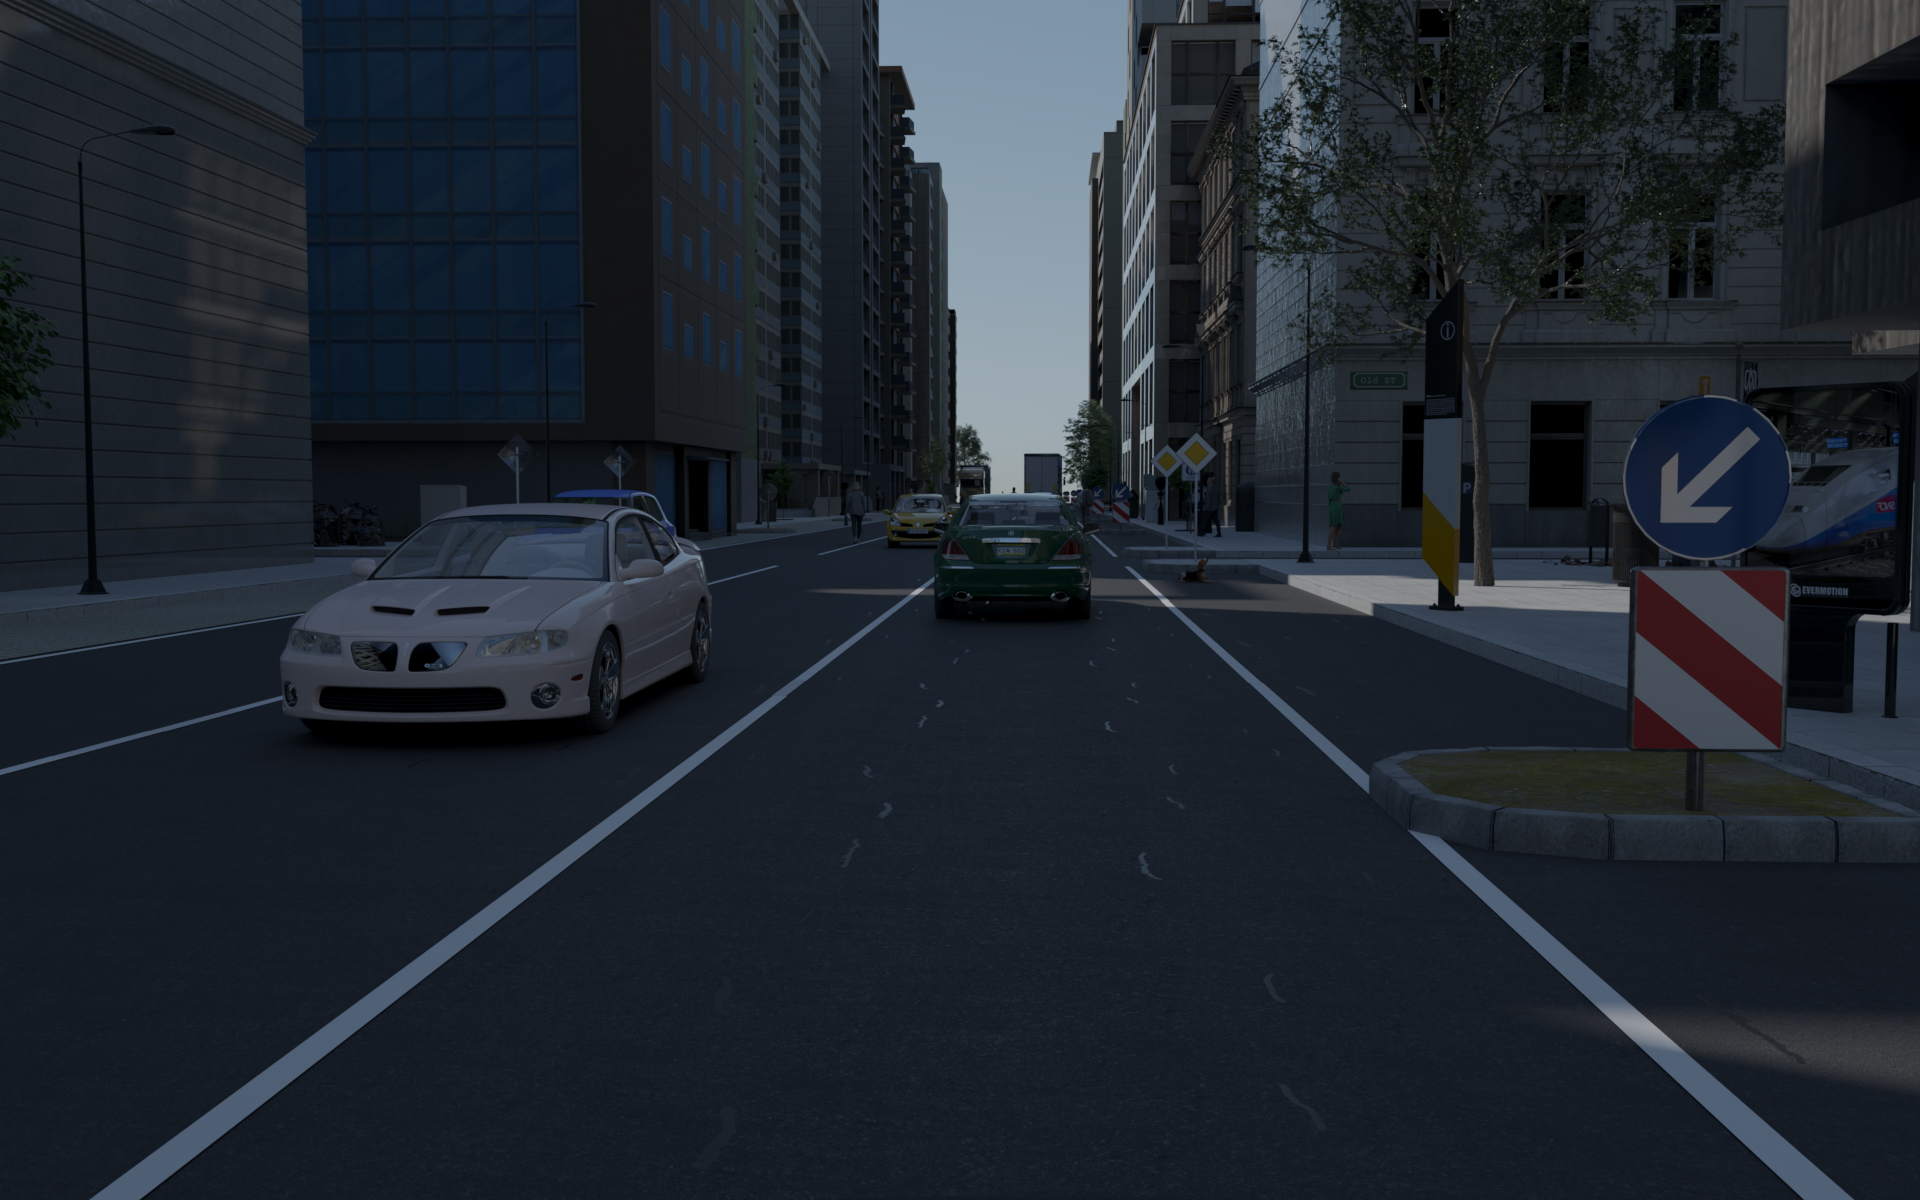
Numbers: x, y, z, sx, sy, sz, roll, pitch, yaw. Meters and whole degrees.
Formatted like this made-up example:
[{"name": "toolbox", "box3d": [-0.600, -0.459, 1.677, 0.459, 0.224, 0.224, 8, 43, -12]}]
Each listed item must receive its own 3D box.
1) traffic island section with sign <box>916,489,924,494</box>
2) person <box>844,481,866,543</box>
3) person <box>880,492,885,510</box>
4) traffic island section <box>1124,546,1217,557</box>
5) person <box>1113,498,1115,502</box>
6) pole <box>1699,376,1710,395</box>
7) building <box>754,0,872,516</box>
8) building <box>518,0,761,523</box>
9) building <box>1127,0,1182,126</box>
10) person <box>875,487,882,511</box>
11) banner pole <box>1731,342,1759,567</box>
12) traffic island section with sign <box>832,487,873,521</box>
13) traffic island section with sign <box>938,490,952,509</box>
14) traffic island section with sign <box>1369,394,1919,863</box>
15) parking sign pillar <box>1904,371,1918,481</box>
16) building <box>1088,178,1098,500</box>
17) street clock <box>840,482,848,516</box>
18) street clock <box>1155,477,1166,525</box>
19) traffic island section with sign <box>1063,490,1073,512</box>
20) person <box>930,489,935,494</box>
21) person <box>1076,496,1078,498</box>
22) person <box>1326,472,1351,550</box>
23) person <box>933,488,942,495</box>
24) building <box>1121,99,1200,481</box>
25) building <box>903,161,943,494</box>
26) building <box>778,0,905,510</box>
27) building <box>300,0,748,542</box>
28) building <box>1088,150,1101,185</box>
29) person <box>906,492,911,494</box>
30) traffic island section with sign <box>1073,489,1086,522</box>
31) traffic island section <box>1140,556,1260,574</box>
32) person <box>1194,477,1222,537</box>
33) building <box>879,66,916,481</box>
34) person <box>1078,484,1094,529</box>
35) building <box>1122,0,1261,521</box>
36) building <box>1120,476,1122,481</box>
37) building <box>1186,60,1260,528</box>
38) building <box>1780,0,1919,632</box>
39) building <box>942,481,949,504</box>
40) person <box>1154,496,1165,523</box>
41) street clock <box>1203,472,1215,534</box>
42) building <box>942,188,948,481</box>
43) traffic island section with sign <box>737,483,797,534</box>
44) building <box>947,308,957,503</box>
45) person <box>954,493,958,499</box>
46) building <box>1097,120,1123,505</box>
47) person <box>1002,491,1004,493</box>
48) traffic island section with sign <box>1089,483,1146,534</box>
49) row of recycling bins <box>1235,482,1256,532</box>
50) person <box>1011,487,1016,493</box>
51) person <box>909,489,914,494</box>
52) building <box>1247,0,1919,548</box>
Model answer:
[{"name": "traffic island section with sign", "box3d": [-3.163, -8.076, 140.669, 1.989, 1.847, 2.006, 0, 4, 3]}, {"name": "person", "box3d": [-3.092, -2.547, 50.325, 0.709, 1.800, 0.728, 0, 4, -7]}, {"name": "person", "box3d": [-6.069, -7.784, 136.575, 0.557, 1.426, 1.065, 1, 4, 12]}, {"name": "traffic island section", "box3d": [4.891, -1.126, 40.683, 2.009, 0.180, 2.903, 0, 4, 3]}, {"name": "person", "box3d": [13.849, -9.049, 154.710, 0.721, 1.743, 1.217, 0, 4, 3]}, {"name": "pole", "box3d": [12.889, -2.216, 30.077, 0.158, 3.312, 0.155, 0, 3, 0]}, {"name": "building", "box3d": [-23.314, -26.723, 128.802, 32.217, 40.220, 23.993, 0, 4, 3]}, {"name": "building", "box3d": [-16.764, -23.880, 74.031, 14.154, 41.232, 14.086, 0, 4, 3]}, {"name": "building", "box3d": [27.137, -33.469, 136.462, 28.713, 52.752, 27.495, 0, 4, 3]}, {"name": "person", "box3d": [-6.217, -7.702, 131.974, 0.705, 1.823, 1.348, -1, 4, -21]}, {"name": "banner pole", "box3d": [13.019, -2.370, 28.775, 0.863, 3.779, 0.401, -3, 4, -37]}, {"name": "traffic island section with sign", "box3d": [-5.641, -5.046, 91.136, 1.989, 1.847, 2.006, 0, 4, 3]}, {"name": "traffic island section with sign", "box3d": [-1.793, -9.760, 168.196, 1.989, 1.847, 2.006, 0, 4, 3]}, {"name": "traffic island section with sign", "box3d": [2.915, 0.056, 7.706, 1.989, 1.847, 2.006, 0, 4, 3]}, {"name": "parking sign pillar", "box3d": [16.457, -2.489, 29.172, 1.447, 3.967, 1.447, -2, 4, -32]}, {"name": "building", "box3d": [24.835, -36.001, 238.720, 14.600, 45.320, 14.200, 0, 4, 3]}, {"name": "street clock", "box3d": [-6.848, -5.998, 102.643, 0.471, 2.002, 0.358, 0, 4, -8]}, {"name": "street clock", "box3d": [8.332, -4.115, 71.849, 0.471, 2.002, 0.358, -2, 4, -35]}, {"name": "traffic island section with sign", "box3d": [9.517, -8.003, 139.473, 1.989, 1.847, 2.006, 0, 4, 3]}, {"name": "person", "box3d": [-2.947, -10.557, 179.091, 0.568, 1.767, 0.683, 2, 4, 31]}, {"name": "person", "box3d": [17.114, -14.891, 250.972, 0.415, 1.643, 0.593, -3, 4, -38]}, {"name": "person", "box3d": [8.554, -2.034, 39.547, 0.529, 1.795, 0.600, -2, 4, -29]}, {"name": "person", "box3d": [-1.246, -5.103, 92.327, 0.661, 1.777, 0.834, 1, 4, 21]}, {"name": "building", "box3d": [24.066, -30.515, 182.522, 14.154, 41.232, 14.086, 0, 4, 3]}, {"name": "building", "box3d": [-9.549, -32.060, 207.782, 14.154, 41.232, 14.086, 0, 4, 3]}, {"name": "building", "box3d": [-15.384, -43.517, 149.750, 20.563, 71.187, 20.611, 0, 4, 3]}, {"name": "building", "box3d": [-14.535, -24.560, 51.666, 14.600, 45.320, 14.200, 0, 4, 3]}, {"name": "building", "box3d": [33.745, -40.957, 258.884, 28.713, 52.752, 27.495, 0, 4, 3]}, {"name": "person", "box3d": [-1.639, -2.630, 54.091, 0.523, 1.515, 0.503, -2, 4, -26]}, {"name": "traffic island section with sign", "box3d": [7.031, -4.970, 89.885, 1.989, 1.847, 2.006, 0, 4, 3]}, {"name": "traffic island section", "box3d": [4.492, -0.638, 32.708, 2.009, 0.180, 2.903, 0, 4, 3]}, {"name": "person", "box3d": [7.413, -2.761, 51.581, 0.834, 1.777, 0.661, 2, 4, 34]}, {"name": "building", "box3d": [-16.056, -31.846, 175.313, 22.147, 44.769, 28.867, 0, 4, 3]}, {"name": "person", "box3d": [5.196, -3.842, 71.416, 0.679, 1.850, 0.850, 0, 4, 8]}, {"name": "building", "box3d": [19.616, -17.952, 98.028, 19.350, 26.468, 34.151, 0, 4, 3]}, {"name": "building", "box3d": [31.458, -28.775, 162.356, 32.217, 40.220, 23.993, 0, 4, 3]}, {"name": "building", "box3d": [15.393, -12.669, 71.761, 10.561, 19.102, 19.286, 0, 4, 3]}, {"name": "building", "box3d": [14.075, -14.704, 12.120, 14.160, 30.474, 14.107, 0, 4, 3]}, {"name": "building", "box3d": [-17.933, -32.766, 227.607, 32.217, 40.220, 23.993, 0, 4, 3]}, {"name": "person", "box3d": [8.714, -3.957, 75.750, 0.505, 1.210, 0.382, 1, 4, 11]}, {"name": "street clock", "box3d": [8.098, -3.169, 56.391, 0.358, 2.002, 0.471, 2, 4, 34]}, {"name": "building", "box3d": [-8.980, -36.451, 246.089, 14.600, 45.320, 14.200, 0, 4, 3]}, {"name": "traffic island section with sign", "box3d": [-7.035, -3.347, 63.348, 1.989, 1.847, 2.006, 0, 4, 3]}, {"name": "building", "box3d": [-7.834, -29.904, 260.630, 14.160, 30.474, 14.107, 0, 4, 3]}, {"name": "person", "box3d": [-0.630, -14.217, 241.716, 0.697, 1.427, 0.421, -3, 5, -44]}, {"name": "building", "box3d": [28.537, -36.504, 220.548, 21.300, 48.544, 21.600, 0, 4, 3]}, {"name": "person", "box3d": [4.395, -10.374, 178.835, 1.217, 1.735, 0.721, 0, 4, -4]}, {"name": "traffic island section with sign", "box3d": [5.657, -3.292, 62.451, 1.989, 1.847, 2.006, 0, 4, 3]}, {"name": "row of recycling bins", "box3d": [10.352, -3.250, 60.257, 1.069, 1.692, 3.534, 1, 4, 21]}, {"name": "person", "box3d": [2.941, -5.355, 96.043, 0.794, 1.824, 0.713, 2, 4, 32]}, {"name": "person", "box3d": [-3.125, -6.356, 112.899, 0.515, 1.767, 0.782, -1, 4, -18]}, {"name": "building", "box3d": [30.755, -16.579, 47.480, 44.131, 29.872, 17.030, 0, 4, 3]}]
